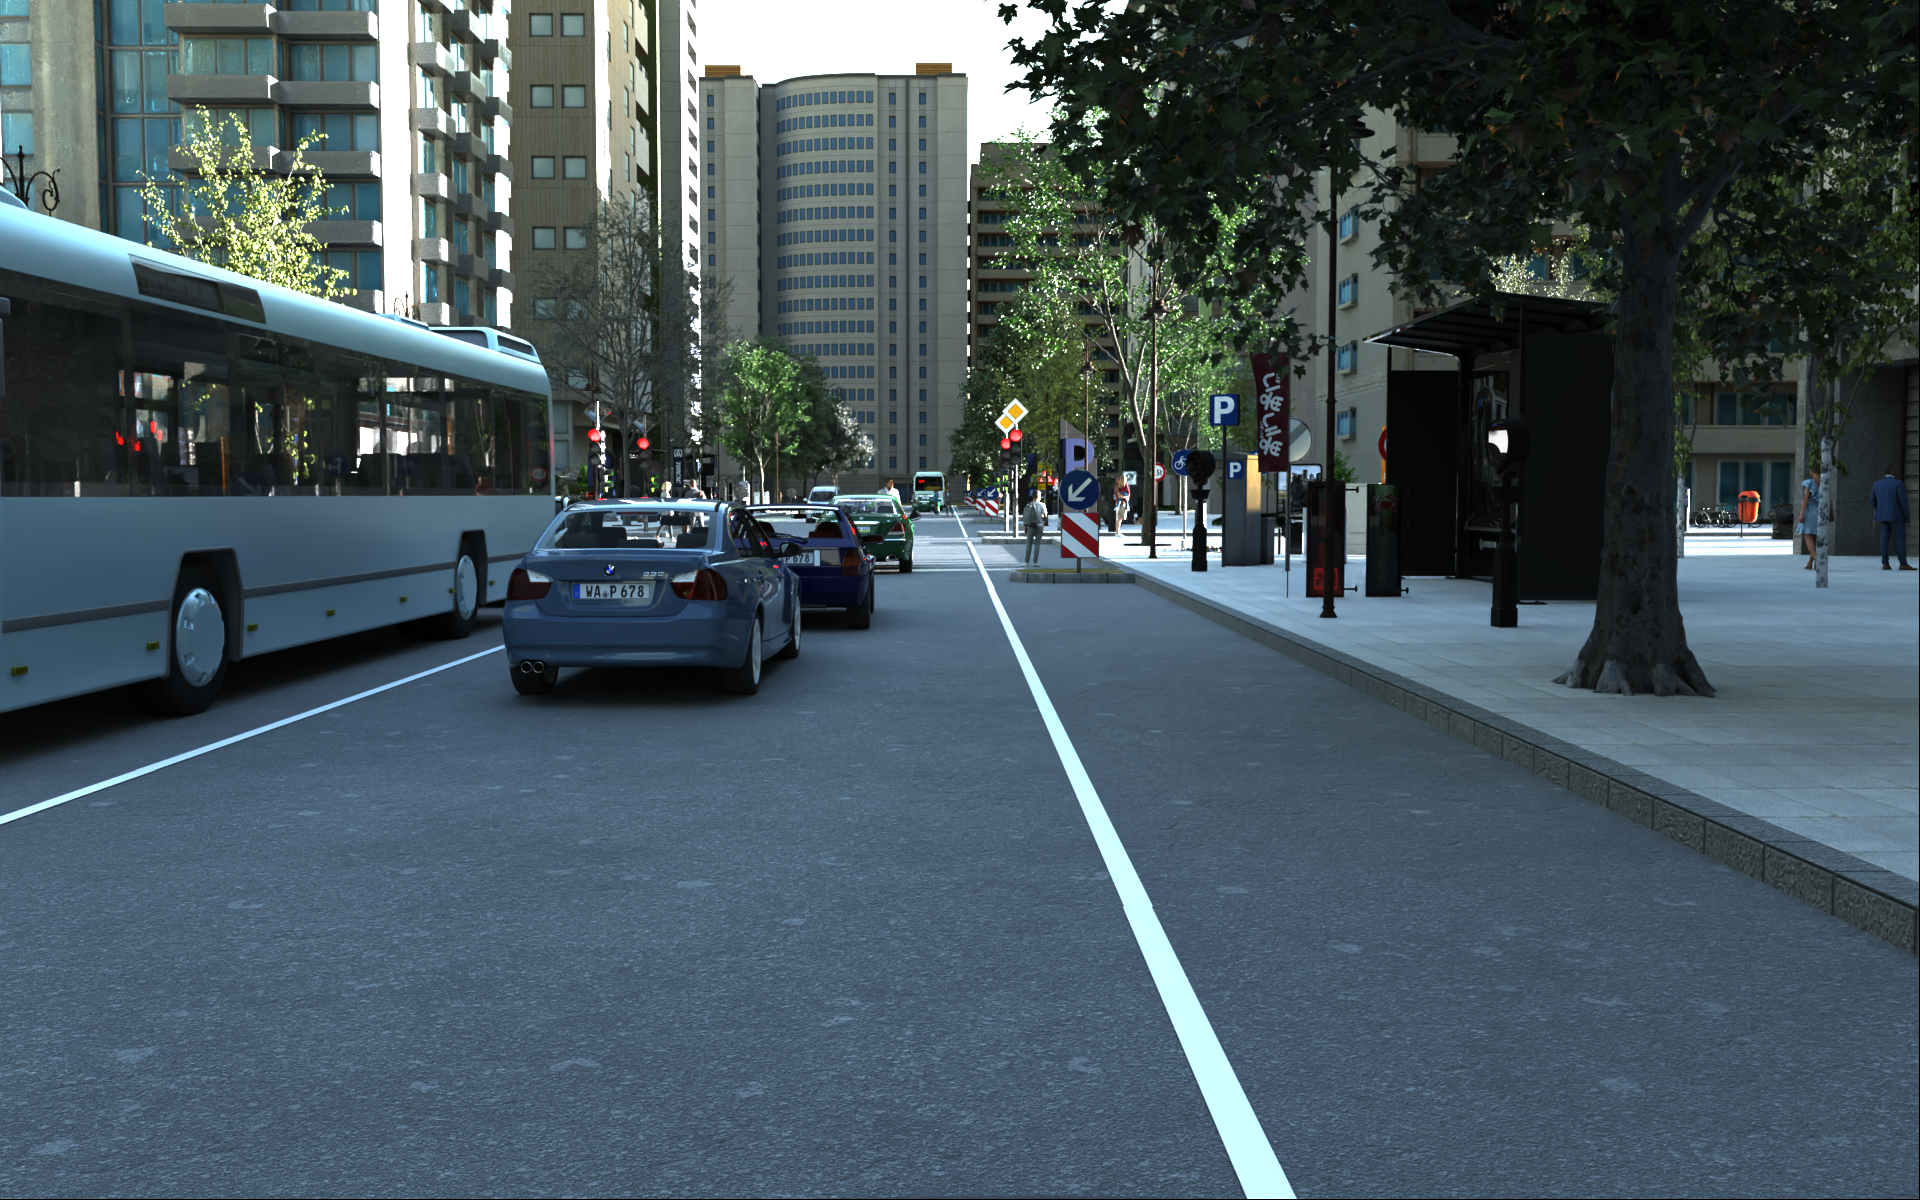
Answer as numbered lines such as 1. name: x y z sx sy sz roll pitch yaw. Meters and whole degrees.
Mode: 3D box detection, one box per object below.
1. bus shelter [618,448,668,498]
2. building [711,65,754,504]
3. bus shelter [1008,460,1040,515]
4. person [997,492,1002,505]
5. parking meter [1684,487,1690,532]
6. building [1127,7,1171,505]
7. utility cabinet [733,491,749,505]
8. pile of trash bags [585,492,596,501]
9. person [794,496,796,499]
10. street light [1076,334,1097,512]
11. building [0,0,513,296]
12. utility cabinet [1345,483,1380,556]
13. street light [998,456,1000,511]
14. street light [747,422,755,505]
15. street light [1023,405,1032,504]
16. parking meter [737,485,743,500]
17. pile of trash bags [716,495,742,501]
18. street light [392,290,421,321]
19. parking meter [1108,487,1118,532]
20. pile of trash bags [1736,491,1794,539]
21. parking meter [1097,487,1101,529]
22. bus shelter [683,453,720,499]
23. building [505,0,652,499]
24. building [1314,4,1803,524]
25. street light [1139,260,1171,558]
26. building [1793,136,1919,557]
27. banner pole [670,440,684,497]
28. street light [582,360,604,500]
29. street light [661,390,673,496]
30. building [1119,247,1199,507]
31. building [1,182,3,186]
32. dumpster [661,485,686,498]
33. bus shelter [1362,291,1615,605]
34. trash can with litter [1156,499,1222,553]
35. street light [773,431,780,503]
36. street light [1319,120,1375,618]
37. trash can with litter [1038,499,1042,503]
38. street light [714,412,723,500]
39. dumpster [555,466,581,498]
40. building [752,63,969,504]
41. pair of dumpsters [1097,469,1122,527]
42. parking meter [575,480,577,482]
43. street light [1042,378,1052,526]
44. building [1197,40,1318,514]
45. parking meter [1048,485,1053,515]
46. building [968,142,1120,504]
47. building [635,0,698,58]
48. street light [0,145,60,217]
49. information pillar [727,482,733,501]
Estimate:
1. bus shelter: -16.756 -6.173 92.214 1.731 3.624 6.357 0 4 0
2. building: -41.259 -42.766 241.227 28.212 58.520 21.231 0 4 0
3. bus shelter: 3.857 -8.037 109.029 2.179 5.291 8.768 0 4 -1
4. person: 4.577 -11.944 202.263 0.756 1.711 0.436 0 4 4
5. parking meter: 24.648 -3.096 59.027 0.372 1.533 0.369 0 3 0
6. building: 30.958 -35.359 167.354 28.713 52.752 27.495 0 4 0
7. utility cabinet: -15.694 -7.049 123.929 1.173 1.500 0.318 0 4 4
8. pile of trash bags: -16.146 -3.659 69.573 3.447 1.369 1.912 0 4 1
9. person: -18.353 -11.382 192.857 0.721 1.743 1.217 -1 4 -10
10. street light: 3.648 -4.728 50.093 0.468 5.910 1.993 0 4 0
11. building: -39.264 -29.449 101.097 23.786 49.044 30.456 0 4 0
12. utility cabinet: 8.250 -1.662 35.847 0.318 1.500 1.173 -3 5 -43
13. street light: 2.957 -9.790 132.856 0.468 5.910 1.993 0 4 0
14. street light: -13.069 -8.299 108.473 0.468 5.910 1.993 0 4 0
15. street light: 3.370 -6.854 84.849 0.468 5.910 1.993 0 4 0
16. parking meter: -14.239 -6.501 112.005 0.255 1.863 0.399 2 4 26
17. pile of trash bags: -14.799 -5.920 106.545 3.447 1.369 1.912 1 4 11
18. street light: -12.539 -4.076 39.427 0.468 5.910 1.993 0 4 0
19. parking meter: 5.217 -3.083 58.821 0.372 1.533 0.369 0 3 0
20. pile of trash bags: 23.735 -2.431 49.499 1.912 1.369 3.447 -2 4 -28
21. parking meter: 4.925 -3.331 62.878 0.372 1.533 0.369 0 3 0
22. bus shelter: -15.227 -6.711 101.015 1.731 3.624 6.357 0 4 0
23. building: -41.508 -34.082 146.482 28.713 52.752 27.495 0 4 0
24. building: 28.372 -28.007 81.615 21.600 48.544 21.300 0 4 0
25. street light: 3.852 -3.769 34.416 0.468 5.910 1.993 0 4 0
26. building: 23.808 -12.735 26.247 12.078 24.808 19.932 0 4 0
27. banner pole: -13.198 -5.517 80.221 0.863 3.779 0.401 -1 4 -12
28. street light: -12.662 -5.324 59.843 0.468 5.910 1.993 0 4 0
29. street light: -12.812 -6.328 76.251 0.468 5.910 1.993 0 4 0
30. building: 24.162 -25.507 188.745 14.160 30.474 14.107 0 4 0
31. building: -67.366 -14.573 83.304 28.899 21.520 27.650 0 4 0
32. dumpster: -14.981 -5.218 91.079 1.264 1.857 1.865 0 4 0
33. bus shelter: 6.959 -1.949 23.141 1.731 3.624 6.357 0 4 -1
34. trash can with litter: 5.343 -1.695 38.765 1.678 1.210 2.233 0 4 -2
35. street light: -13.153 -9.279 124.497 0.468 5.910 1.993 0 4 0
36. street light: 3.831 -2.755 17.834 0.468 5.910 1.993 0 4 0
37. trash can with litter: 5.301 -6.288 114.197 1.055 1.170 0.624 -2 4 -26
38. street light: -12.888 -7.318 92.429 0.468 5.910 1.993 0 4 0
39. dumpster: -13.912 -3.468 59.195 1.502 2.255 1.985 0 4 -1
40. building: -13.037 -42.694 240.051 28.212 58.520 21.231 0 4 0
41. pair of dumpsters: 5.737 -4.130 70.026 1.574 2.255 4.437 0 4 0
42. parking meter: -13.683 -3.388 61.106 0.399 1.863 0.255 0 4 -7
43. street light: 3.472 -5.895 69.171 0.468 5.910 1.993 0 4 0
44. building: 22.922 -26.460 116.212 14.154 41.232 14.086 0 4 0
45. parking meter: 5.483 -6.127 105.888 0.399 1.863 0.255 -1 4 -22
46. building: 11.862 -37.785 241.487 21.600 48.544 21.300 0 4 0
47. building: -42.397 -39.299 184.535 28.212 58.520 21.231 0 4 0
48. street light: -12.444 -3.079 23.123 0.468 5.910 1.993 0 4 0
49. information pillar: -13.820 -6.090 104.062 0.304 2.012 0.304 -1 4 -21
